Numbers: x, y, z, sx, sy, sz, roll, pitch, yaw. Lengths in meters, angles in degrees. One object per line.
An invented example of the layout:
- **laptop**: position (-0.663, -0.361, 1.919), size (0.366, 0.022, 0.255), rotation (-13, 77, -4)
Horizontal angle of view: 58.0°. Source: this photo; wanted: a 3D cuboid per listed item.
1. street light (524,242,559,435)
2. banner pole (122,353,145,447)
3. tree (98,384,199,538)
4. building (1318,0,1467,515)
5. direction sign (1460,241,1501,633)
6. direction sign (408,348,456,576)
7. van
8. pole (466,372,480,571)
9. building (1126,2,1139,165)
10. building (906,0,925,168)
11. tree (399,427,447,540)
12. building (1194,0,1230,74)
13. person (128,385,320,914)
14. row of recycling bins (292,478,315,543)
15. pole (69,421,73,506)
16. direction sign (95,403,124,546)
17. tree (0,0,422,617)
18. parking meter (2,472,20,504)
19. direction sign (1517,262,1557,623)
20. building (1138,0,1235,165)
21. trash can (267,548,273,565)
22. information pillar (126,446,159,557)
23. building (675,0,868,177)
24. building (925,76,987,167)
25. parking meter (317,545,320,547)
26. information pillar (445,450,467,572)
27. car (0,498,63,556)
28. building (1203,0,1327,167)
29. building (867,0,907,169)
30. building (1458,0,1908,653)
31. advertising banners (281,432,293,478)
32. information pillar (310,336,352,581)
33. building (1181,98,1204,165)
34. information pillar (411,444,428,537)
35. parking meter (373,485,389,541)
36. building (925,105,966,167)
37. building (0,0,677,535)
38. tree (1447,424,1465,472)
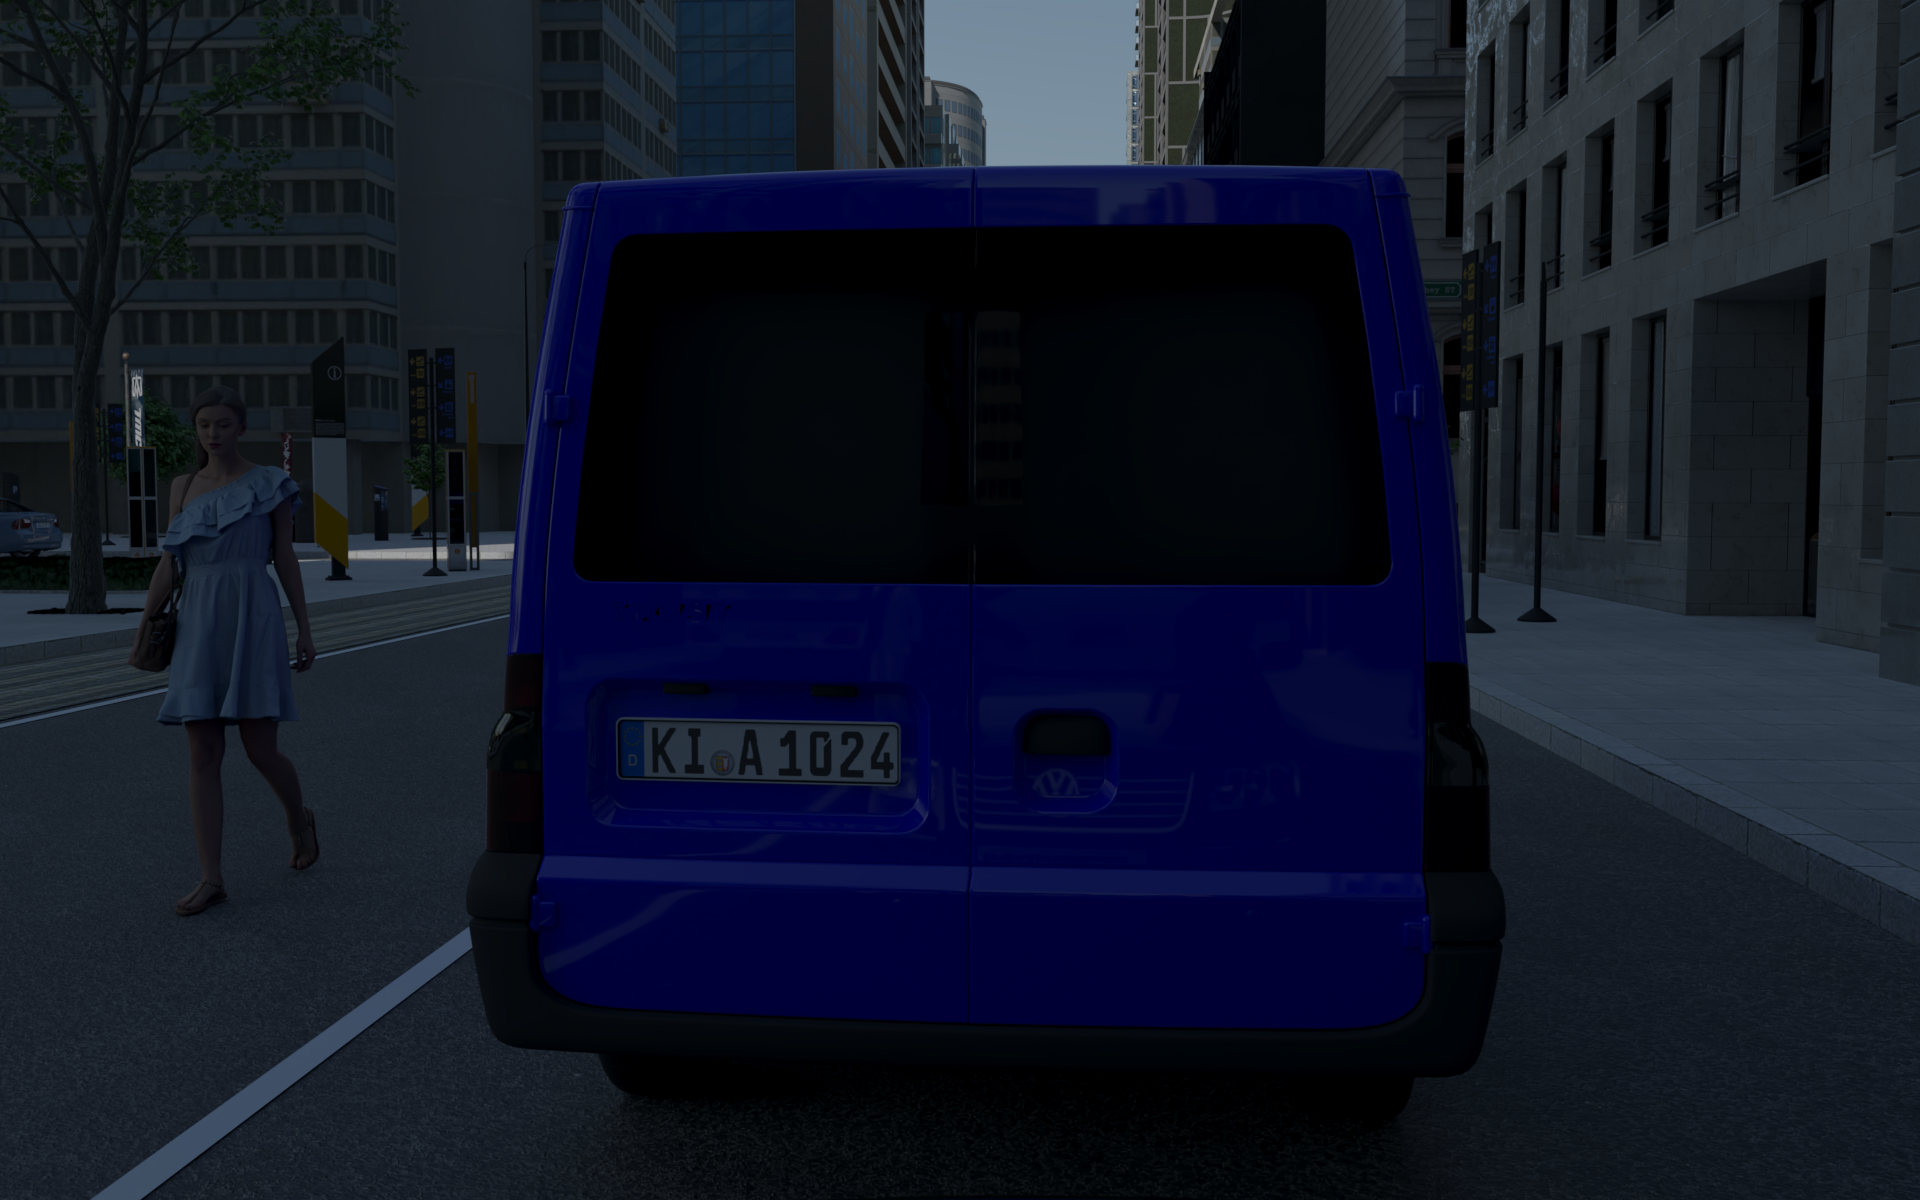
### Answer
- **street light**: position (-7.334, -3.605, 31.476), size (1.470, 5.913, 1.316), rotation (0, 4, 4)
- **banner pole**: position (-14.588, -2.484, 30.634), size (0.863, 3.779, 0.401), rotation (3, 5, 41)
- **tree**: position (-24.237, -4.135, 51.317), size (4.285, 4.588, 4.351), rotation (0, 3, 0)
- **building**: position (21.616, -15.760, 45.064), size (23.554, 28.519, 14.401), rotation (0, 4, 4)
- **direction sign**: position (4.787, -1.469, 16.009), size (0.379, 3.537, 0.876), rotation (0, 4, -4)
- **direction sign**: position (-8.224, -2.143, 27.028), size (0.876, 3.537, 0.379), rotation (1, 4, 23)
- **van**: position (0.263, -0.080, 5.697), size (2.240, 2.365, 5.245), rotation (0, 4, 5)
- **pole**: position (-8.170, -2.153, 29.049), size (0.158, 3.312, 0.155), rotation (0, 3, 0)
- **building**: position (33.417, -57.638, 255.046), size (22.319, 86.520, 31.000), rotation (0, 4, 4)
- **building**: position (-11.741, -44.546, 166.578), size (20.563, 71.187, 20.611), rotation (0, 4, 4)
- **tree**: position (-15.049, -3.319, 48.870), size (1.663, 3.219, 1.824), rotation (0, 3, 0)
- **building**: position (30.607, -26.767, 129.515), size (32.217, 40.220, 23.993), rotation (0, 4, 4)
- **person**: position (-2.628, 0.146, 6.200), size (0.616, 1.811, 0.778), rotation (0, 4, 7)
- **row of recycling bins**: position (-18.276, -2.392, 46.228), size (3.534, 1.692, 1.069), rotation (2, 4, 30)
- **pole**: position (-24.705, -3.330, 48.297), size (0.158, 3.312, 0.155), rotation (0, 3, 0)
- **direction sign**: position (-21.321, -3.133, 43.220), size (0.876, 3.537, 0.379), rotation (-3, 5, -43)
- **tree**: position (-9.242, -5.664, 18.357), size (9.928, 11.665, 9.643), rotation (0, 3, 0)
- **parking meter**: position (-25.539, -2.504, 46.647), size (0.255, 1.863, 0.399), rotation (1, 4, 8)
- **direction sign**: position (5.820, -1.552, 17.369), size (0.379, 3.537, 0.876), rotation (1, 4, 19)
- **building**: position (30.458, -47.519, 215.179), size (20.563, 71.187, 20.611), rotation (0, 4, 4)
- **trash can**: position (-12.798, -1.220, 31.597), size (0.748, 1.137, 0.748), rotation (0, 3, 0)
- **information pillar**: position (-12.674, -1.368, 26.865), size (0.304, 2.012, 0.304), rotation (1, 4, 17)
- **building**: position (-12.598, -27.014, 91.790), size (14.600, 45.320, 14.200), rotation (0, 4, 4)
- **building**: position (-7.451, -43.049, 245.841), size (21.231, 58.520, 28.212), rotation (0, 4, 4)
- **parking meter**: position (-15.300, -2.038, 41.730), size (0.372, 1.533, 0.369), rotation (0, 3, 0)
- **information pillar**: position (-8.367, -1.484, 28.752), size (0.304, 2.012, 0.304), rotation (-1, 4, -20)
- **car**: position (-21.181, -1.476, 36.129), size (4.499, 1.417, 2.014), rotation (0, 4, 4)
- **building**: position (15.666, -14.292, 63.345), size (12.332, 23.373, 15.834), rotation (0, 4, 4)
- **building**: position (-15.445, -30.697, 125.599), size (21.300, 48.544, 21.600), rotation (0, 4, 4)
- **building**: position (12.992, -10.090, 19.729), size (10.420, 20.320, 16.860), rotation (0, 4, 4)
- **advertising banners**: position (-19.728, -3.266, 49.594), size (2.074, 3.025, 0.090), rotation (2, 4, 33)
- **information pillar**: position (-9.312, -2.096, 25.621), size (0.504, 3.616, 0.183), rotation (-3, 4, -38)
- **building**: position (15.872, -14.224, 81.711), size (9.793, 20.994, 18.267), rotation (0, 4, 4)
- **information pillar**: position (-16.356, -3.731, 52.359), size (0.504, 3.616, 0.183), rotation (-2, 4, -30)
- **parking meter**: position (-15.870, -2.389, 47.478), size (0.372, 1.533, 0.369), rotation (0, 3, 0)
- **building**: position (-10.715, -36.471, 215.902), size (23.786, 49.044, 30.456), rotation (0, 4, 4)
- **building**: position (-24.063, -22.805, 64.743), size (32.217, 40.220, 23.993), rotation (0, 4, 4)
- **tree**: position (6.402, -1.855, 24.925), size (1.663, 3.219, 1.824), rotation (0, 3, 0)
